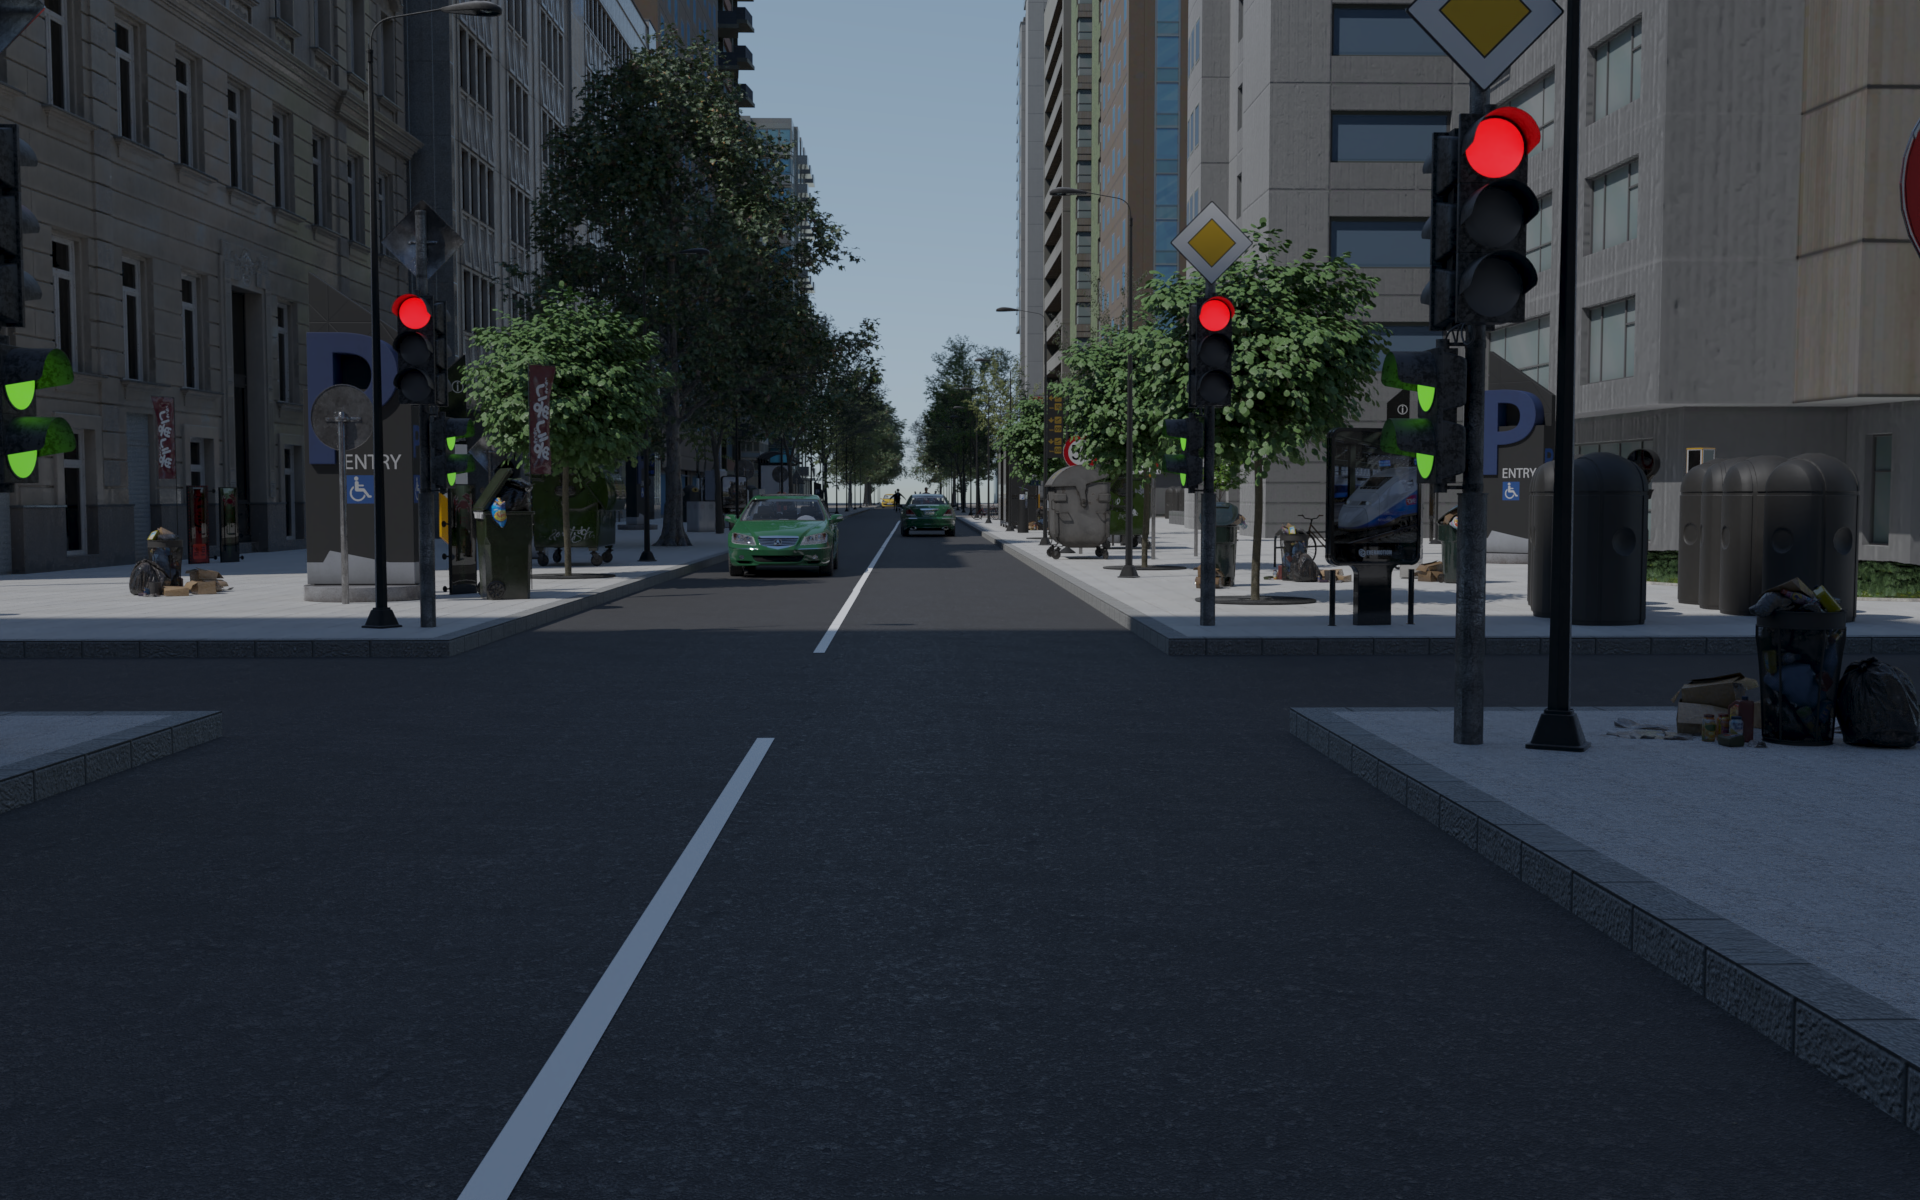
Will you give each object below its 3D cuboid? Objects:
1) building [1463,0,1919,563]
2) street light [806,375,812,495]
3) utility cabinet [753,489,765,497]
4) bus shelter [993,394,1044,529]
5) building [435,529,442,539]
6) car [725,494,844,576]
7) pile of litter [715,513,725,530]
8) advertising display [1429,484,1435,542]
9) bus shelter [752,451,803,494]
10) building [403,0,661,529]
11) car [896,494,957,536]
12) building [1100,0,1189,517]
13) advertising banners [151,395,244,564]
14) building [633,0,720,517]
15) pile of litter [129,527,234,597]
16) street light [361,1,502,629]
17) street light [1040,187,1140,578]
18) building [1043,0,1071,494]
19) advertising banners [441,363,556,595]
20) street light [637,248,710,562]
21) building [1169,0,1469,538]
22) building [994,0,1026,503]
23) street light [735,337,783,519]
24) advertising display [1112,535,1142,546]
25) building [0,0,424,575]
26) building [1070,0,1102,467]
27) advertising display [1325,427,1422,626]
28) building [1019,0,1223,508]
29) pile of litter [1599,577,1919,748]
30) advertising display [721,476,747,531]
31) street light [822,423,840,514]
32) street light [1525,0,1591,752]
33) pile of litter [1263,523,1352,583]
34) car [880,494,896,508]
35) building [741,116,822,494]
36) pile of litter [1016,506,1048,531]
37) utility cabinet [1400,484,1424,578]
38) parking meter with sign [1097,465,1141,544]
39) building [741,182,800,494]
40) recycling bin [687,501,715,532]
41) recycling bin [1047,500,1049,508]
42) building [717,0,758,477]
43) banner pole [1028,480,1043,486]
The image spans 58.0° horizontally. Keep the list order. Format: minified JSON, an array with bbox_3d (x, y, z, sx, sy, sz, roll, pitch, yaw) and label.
[{"bbox_3d":[19.132,-21.425,33.889,14.086,41.232,14.154,0,4,-1],"label":"building"},{"bbox_3d":[-6.305,-5.749,66.537,1.470,5.913,1.316,0,4,-1],"label":"street light"},{"bbox_3d":[-8.862,-4.137,76.322,0.318,1.500,1.173,0,4,7],"label":"utility cabinet"},{"bbox_3d":[2.436,-5.505,67.642,2.179,5.291,8.768,0,4,-2],"label":"bus shelter"},{"bbox_3d":[-20.703,-14.731,58.882,12.078,24.808,19.932,0,4,-1],"label":"building"},{"bbox_3d":[-3.182,-1.219,31.731,2.131,1.459,4.920,0,4,-2],"label":"car"},{"bbox_3d":[-9.129,-2.963,62.405,1.176,0.858,1.719,2,4,34],"label":"pile of litter"},{"bbox_3d":[12.819,-2.558,47.038,0.123,1.923,0.974,1,4,17],"label":"advertising display"},{"bbox_3d":[-8.794,-5.504,83.910,2.014,3.302,5.546,0,4,-1],"label":"bus shelter"},{"bbox_3d":[-21.227,-15.948,78.770,12.078,24.808,19.932,0,4,-1],"label":"building"},{"bbox_3d":[-1.131,-2.946,59.969,2.131,1.459,4.920,0,4,-3],"label":"car"},{"bbox_3d":[16.015,-27.695,102.924,14.600,45.320,14.200,0,4,-1],"label":"building"},{"bbox_3d":[-13.972,-2.176,31.763,0.090,3.025,2.074,1,4,21],"label":"advertising banners"},{"bbox_3d":[-23.372,-28.268,112.292,14.600,45.320,14.200,0,4,-1],"label":"building"},{"bbox_3d":[-10.009,-0.515,22.387,1.176,0.858,1.719,1,4,19],"label":"pile of litter"},{"bbox_3d":[-5.017,-2.687,16.480,1.470,5.913,1.316,0,4,-1],"label":"street light"},{"bbox_3d":[2.051,-3.295,26.407,1.470,5.913,1.316,0,4,-1],"label":"street light"},{"bbox_3d":[18.589,-32.136,149.125,21.300,48.544,21.600,0,4,-1],"label":"building"},{"bbox_3d":[-6.010,-1.625,22.751,0.090,3.025,2.074,2,4,30],"label":"advertising banners"},{"bbox_3d":[-5.423,-3.689,32.850,1.470,5.913,1.316,0,4,-1],"label":"street light"},{"bbox_3d":[18.972,-31.842,62.620,21.231,58.520,28.212,0,4,-1],"label":"building"},{"bbox_3d":[16.453,-56.361,234.170,22.319,86.520,31.000,0,4,-1],"label":"building"},{"bbox_3d":[-5.945,-4.756,50.297,1.470,5.913,1.316,0,4,-1],"label":"street light"},{"bbox_3d":[4.160,-2.307,42.939,0.974,1.923,0.123,-2,4,-26],"label":"advertising display"},{"bbox_3d":[-20.846,-14.621,36.317,12.463,27.353,25.104,0,4,-1],"label":"building"},{"bbox_3d":[15.240,-27.392,131.449,14.154,41.232,14.086,0,4,-1],"label":"building"},{"bbox_3d":[4.036,-0.715,16.911,0.974,1.923,0.123,-1,4,-15],"label":"advertising display"},{"bbox_3d":[17.581,-40.565,205.241,21.231,58.520,28.212,0,4,-1],"label":"building"},{"bbox_3d":[4.330,0.292,9.185,1.719,0.858,1.176,2,4,24],"label":"pile of litter"},{"bbox_3d":[-7.940,-3.405,60.892,0.974,1.923,0.123,-2,4,-32],"label":"advertising display"},{"bbox_3d":[-6.687,-6.826,84.144,1.470,5.913,1.316,0,4,-1],"label":"street light"},{"bbox_3d":[2.491,-2.205,8.593,1.470,5.913,1.316,0,4,-1],"label":"street light"},{"bbox_3d":[5.154,-0.721,25.756,1.176,0.858,1.719,0,4,-6],"label":"pile of litter"},{"bbox_3d":[-7.161,-10.260,177.974,2.015,1.641,3.980,0,4,-1],"label":"car"},{"bbox_3d":[-30.088,-36.844,222.009,23.786,49.044,30.456,0,4,-1],"label":"building"},{"bbox_3d":[2.795,-2.902,61.406,1.719,0.858,1.176,0,4,-4],"label":"pile of litter"},{"bbox_3d":[6.977,-1.101,26.687,0.318,1.500,1.173,1,4,17],"label":"utility cabinet"},{"bbox_3d":[4.111,-2.994,45.214,0.543,3.016,1.738,-2,4,-32],"label":"parking meter with sign"},{"bbox_3d":[-34.406,-30.721,194.166,32.217,40.220,23.993,0,4,-1],"label":"building"},{"bbox_3d":[-8.805,-2.833,58.871,0.722,1.027,0.722,-3,5,-43],"label":"recycling bin"},{"bbox_3d":[3.938,-4.400,84.492,0.722,1.027,0.722,0,4,-8],"label":"recycling bin"},{"bbox_3d":[-27.591,-29.337,134.290,22.147,44.769,28.867,0,4,-1],"label":"building"},{"bbox_3d":[2.867,-4.452,62.802,0.863,3.779,0.401,-1,4,-13],"label":"banner pole"}]
